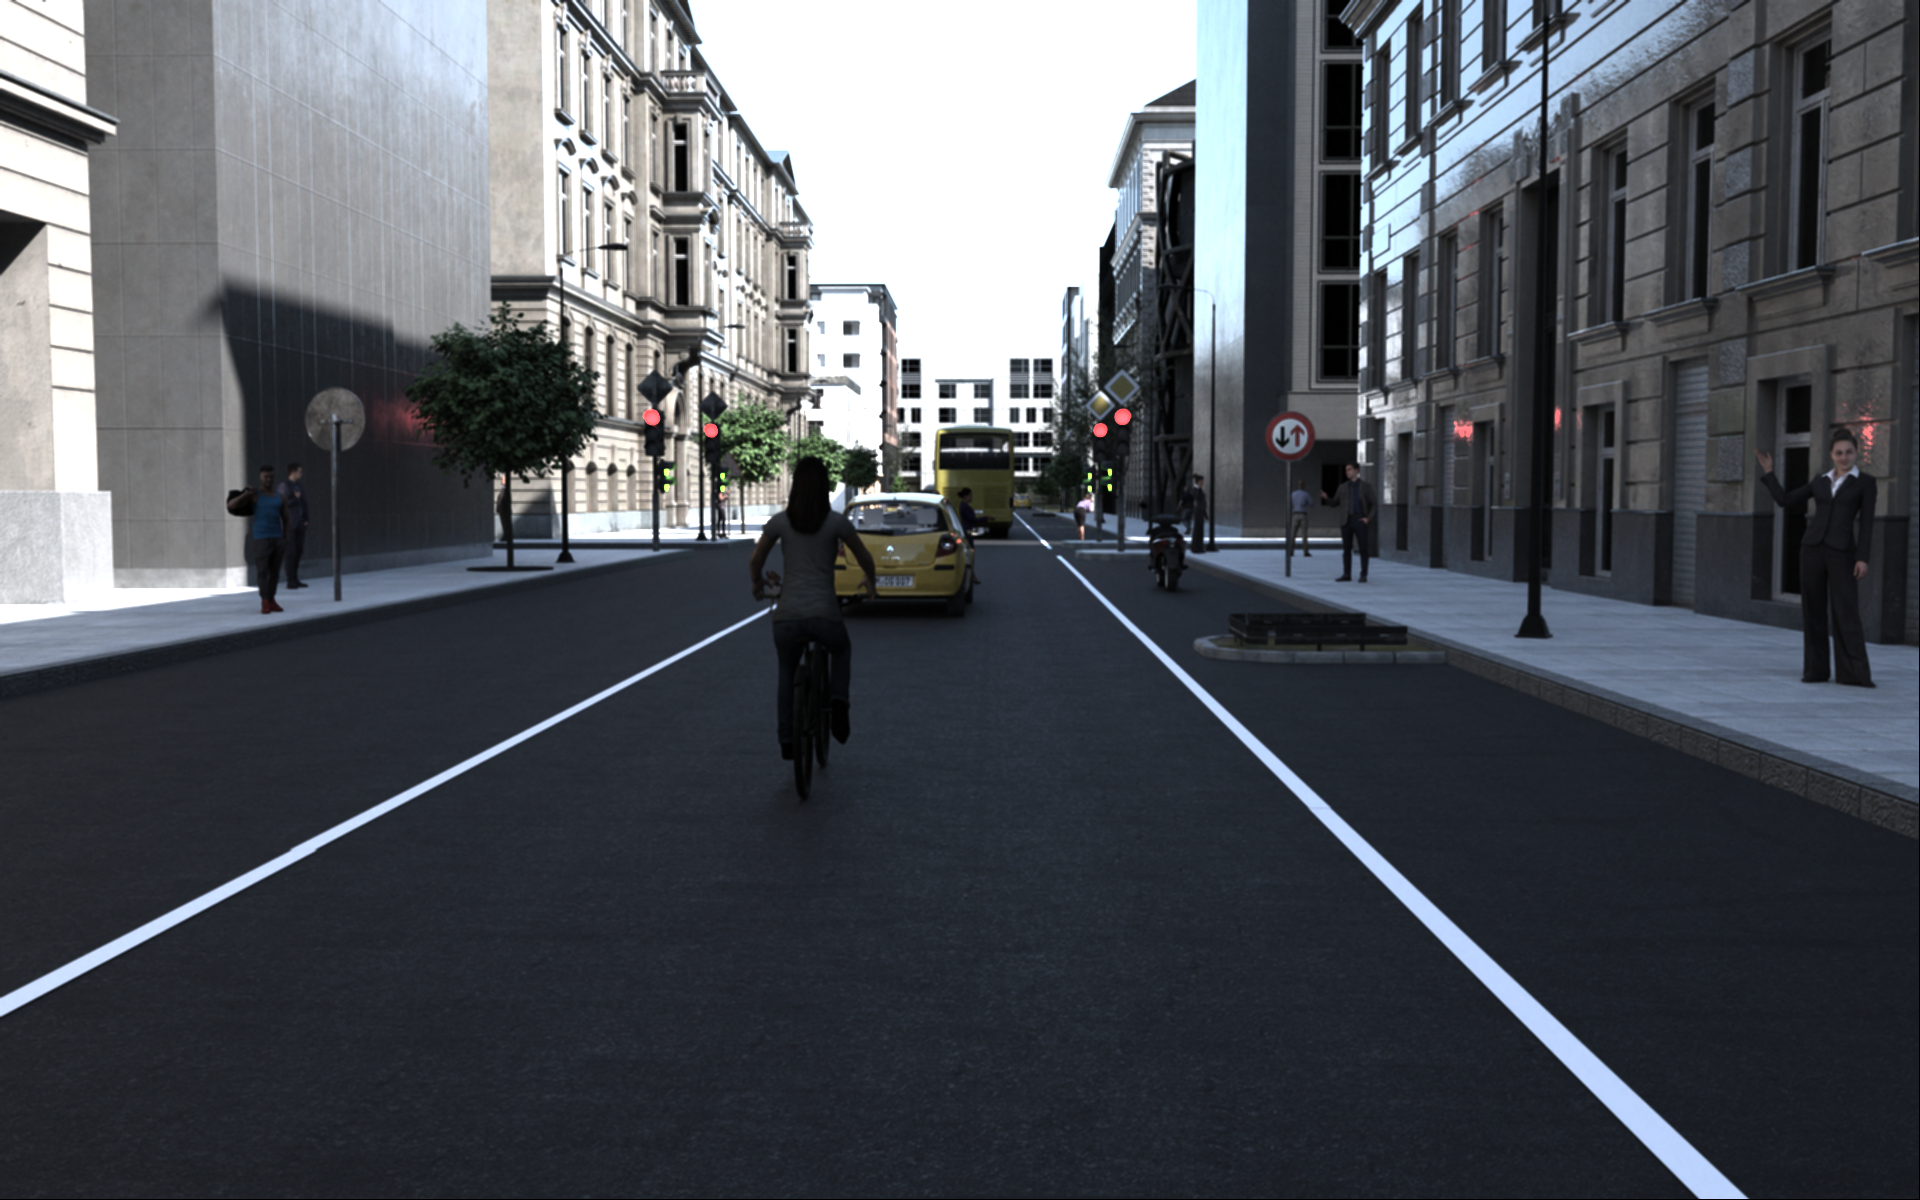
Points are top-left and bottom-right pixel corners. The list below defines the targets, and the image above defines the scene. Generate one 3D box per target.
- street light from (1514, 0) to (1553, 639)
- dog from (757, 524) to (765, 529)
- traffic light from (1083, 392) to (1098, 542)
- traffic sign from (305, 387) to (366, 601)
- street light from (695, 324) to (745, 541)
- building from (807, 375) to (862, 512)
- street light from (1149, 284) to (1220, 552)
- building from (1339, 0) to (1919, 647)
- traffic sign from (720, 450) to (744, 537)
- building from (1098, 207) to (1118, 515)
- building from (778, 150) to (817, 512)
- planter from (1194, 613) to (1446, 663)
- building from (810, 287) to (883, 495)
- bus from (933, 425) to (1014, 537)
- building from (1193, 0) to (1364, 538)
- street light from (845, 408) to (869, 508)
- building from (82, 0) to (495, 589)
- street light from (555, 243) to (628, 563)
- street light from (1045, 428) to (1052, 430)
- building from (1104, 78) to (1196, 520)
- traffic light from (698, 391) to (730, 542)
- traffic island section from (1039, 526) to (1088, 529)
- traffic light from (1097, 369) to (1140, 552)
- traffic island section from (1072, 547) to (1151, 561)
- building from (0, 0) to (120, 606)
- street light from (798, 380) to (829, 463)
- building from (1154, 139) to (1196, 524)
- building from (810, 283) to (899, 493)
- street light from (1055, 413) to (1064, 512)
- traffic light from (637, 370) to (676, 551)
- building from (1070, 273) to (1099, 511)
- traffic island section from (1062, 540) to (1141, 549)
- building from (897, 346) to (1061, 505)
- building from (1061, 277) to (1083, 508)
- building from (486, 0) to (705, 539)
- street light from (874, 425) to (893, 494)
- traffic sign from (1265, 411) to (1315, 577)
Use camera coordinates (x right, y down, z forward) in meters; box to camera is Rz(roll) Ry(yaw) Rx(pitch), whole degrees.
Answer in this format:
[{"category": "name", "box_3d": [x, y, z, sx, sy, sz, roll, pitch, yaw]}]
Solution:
[{"category": "street light", "box_3d": [4.610, -2.620, 15.386, 1.470, 5.913, 1.316, 0, 4, 1]}, {"category": "dog", "box_3d": [-7.148, -2.843, 64.218, 0.748, 0.427, 0.550, 0, 4, 0]}, {"category": "traffic light", "box_3d": [3.726, -3.501, 46.485, 0.839, 4.213, 0.868, 0, 4, 1]}, {"category": "traffic sign", "box_3d": [-7.472, -1.261, 20.725, 0.768, 2.556, 0.104, 0, 4, 8]}, {"category": "street light", "box_3d": [-6.562, -4.580, 47.431, 1.470, 5.913, 1.316, 0, 4, 1]}, {"category": "building", "box_3d": [-12.296, -11.887, 136.501, 9.099, 9.664, 28.070, 0, 4, 1]}, {"category": "street light", "box_3d": [5.074, -4.032, 38.458, 1.470, 5.913, 1.316, 0, 4, 1]}, {"category": "building", "box_3d": [13.652, -13.828, 23.352, 12.463, 27.353, 25.104, 0, 4, 1]}, {"category": "traffic sign", "box_3d": [-6.859, -3.141, 51.362, 0.884, 2.594, 0.081, 0, 4, 3]}, {"category": "building", "box_3d": [15.708, -17.362, 113.551, 12.332, 23.373, 15.834, 0, 4, 1]}, {"category": "building", "box_3d": [-15.778, -17.245, 101.041, 14.460, 24.649, 34.723, 0, 4, 1]}, {"category": "planter", "box_3d": [3.151, 0.335, 15.660, 1.991, 0.319, 1.994, 0, 4, 1]}, {"category": "building", "box_3d": [-15.024, -18.327, 156.072, 16.016, 20.091, 11.380, 0, 4, 1]}, {"category": "bus", "box_3d": [0.429, -4.232, 60.746, 2.896, 3.916, 12.252, 0, 4, 0]}, {"category": "building", "box_3d": [23.146, -14.392, 54.370, 30.058, 24.678, 14.314, 0, 4, 1]}, {"category": "street light", "box_3d": [-5.581, -7.377, 93.155, 1.470, 5.913, 1.316, 0, 4, 1]}, {"category": "building", "box_3d": [-24.605, -12.891, 29.830, 30.058, 24.678, 14.314, 0, 4, 1]}, {"category": "street light", "box_3d": [-6.851, -3.652, 32.251, 1.470, 5.913, 1.316, 0, 4, 1]}, {"category": "street light", "box_3d": [6.642, -9.116, 121.588, 1.470, 5.913, 1.316, 0, 4, 1]}, {"category": "building", "box_3d": [14.102, -16.321, 95.722, 11.050, 23.489, 19.941, 0, 4, 1]}, {"category": "traffic light", "box_3d": [-6.633, -3.512, 46.673, 0.839, 4.213, 0.868, 0, 4, 1]}, {"category": "traffic island section", "box_3d": [4.262, -2.981, 71.602, 1.991, 0.108, 1.994, 0, 4, 1]}, {"category": "traffic light", "box_3d": [3.569, -3.013, 38.502, 0.839, 4.213, 0.868, 0, 4, 1]}, {"category": "traffic island section", "box_3d": [3.609, -0.999, 38.614, 2.009, 0.180, 2.903, 0, 4, 1]}, {"category": "building", "box_3d": [-16.709, -13.566, 9.192, 14.401, 28.519, 23.554, 0, 4, 1]}, {"category": "street light", "box_3d": [-6.014, -5.983, 70.367, 1.470, 5.913, 1.316, 0, 4, 1]}, {"category": "building", "box_3d": [16.995, -12.794, 76.627, 16.820, 18.784, 16.811, 0, 4, 1]}, {"category": "building", "box_3d": [-23.258, -20.687, 182.211, 32.646, 21.610, 27.936, 0, 4, 1]}, {"category": "street light", "box_3d": [6.268, -7.734, 98.992, 1.470, 5.913, 1.316, 0, 4, 1]}, {"category": "traffic light", "box_3d": [-6.791, -3.024, 38.689, 0.839, 4.213, 0.868, 0, 4, 1]}, {"category": "building", "box_3d": [18.476, -17.165, 147.108, 16.747, 18.905, 31.486, 0, 4, 1]}, {"category": "traffic island section", "box_3d": [3.766, -1.487, 46.597, 2.009, 0.180, 2.903, 0, 4, 1]}, {"category": "building", "box_3d": [4.443, -21.346, 215.461, 31.486, 18.905, 16.747, 0, 4, 1]}, {"category": "building", "box_3d": [24.301, -20.486, 178.922, 27.936, 21.610, 32.646, 0, 4, 1]}, {"category": "building", "box_3d": [-16.445, -15.080, 65.635, 14.460, 24.649, 34.723, 0, 4, 1]}, {"category": "street light", "box_3d": [-5.180, -8.794, 116.329, 1.470, 5.913, 1.316, 0, 4, 1]}, {"category": "traffic sign", "box_3d": [5.091, -1.633, 26.798, 0.768, 2.556, 0.104, 0, 4, 6]}]
